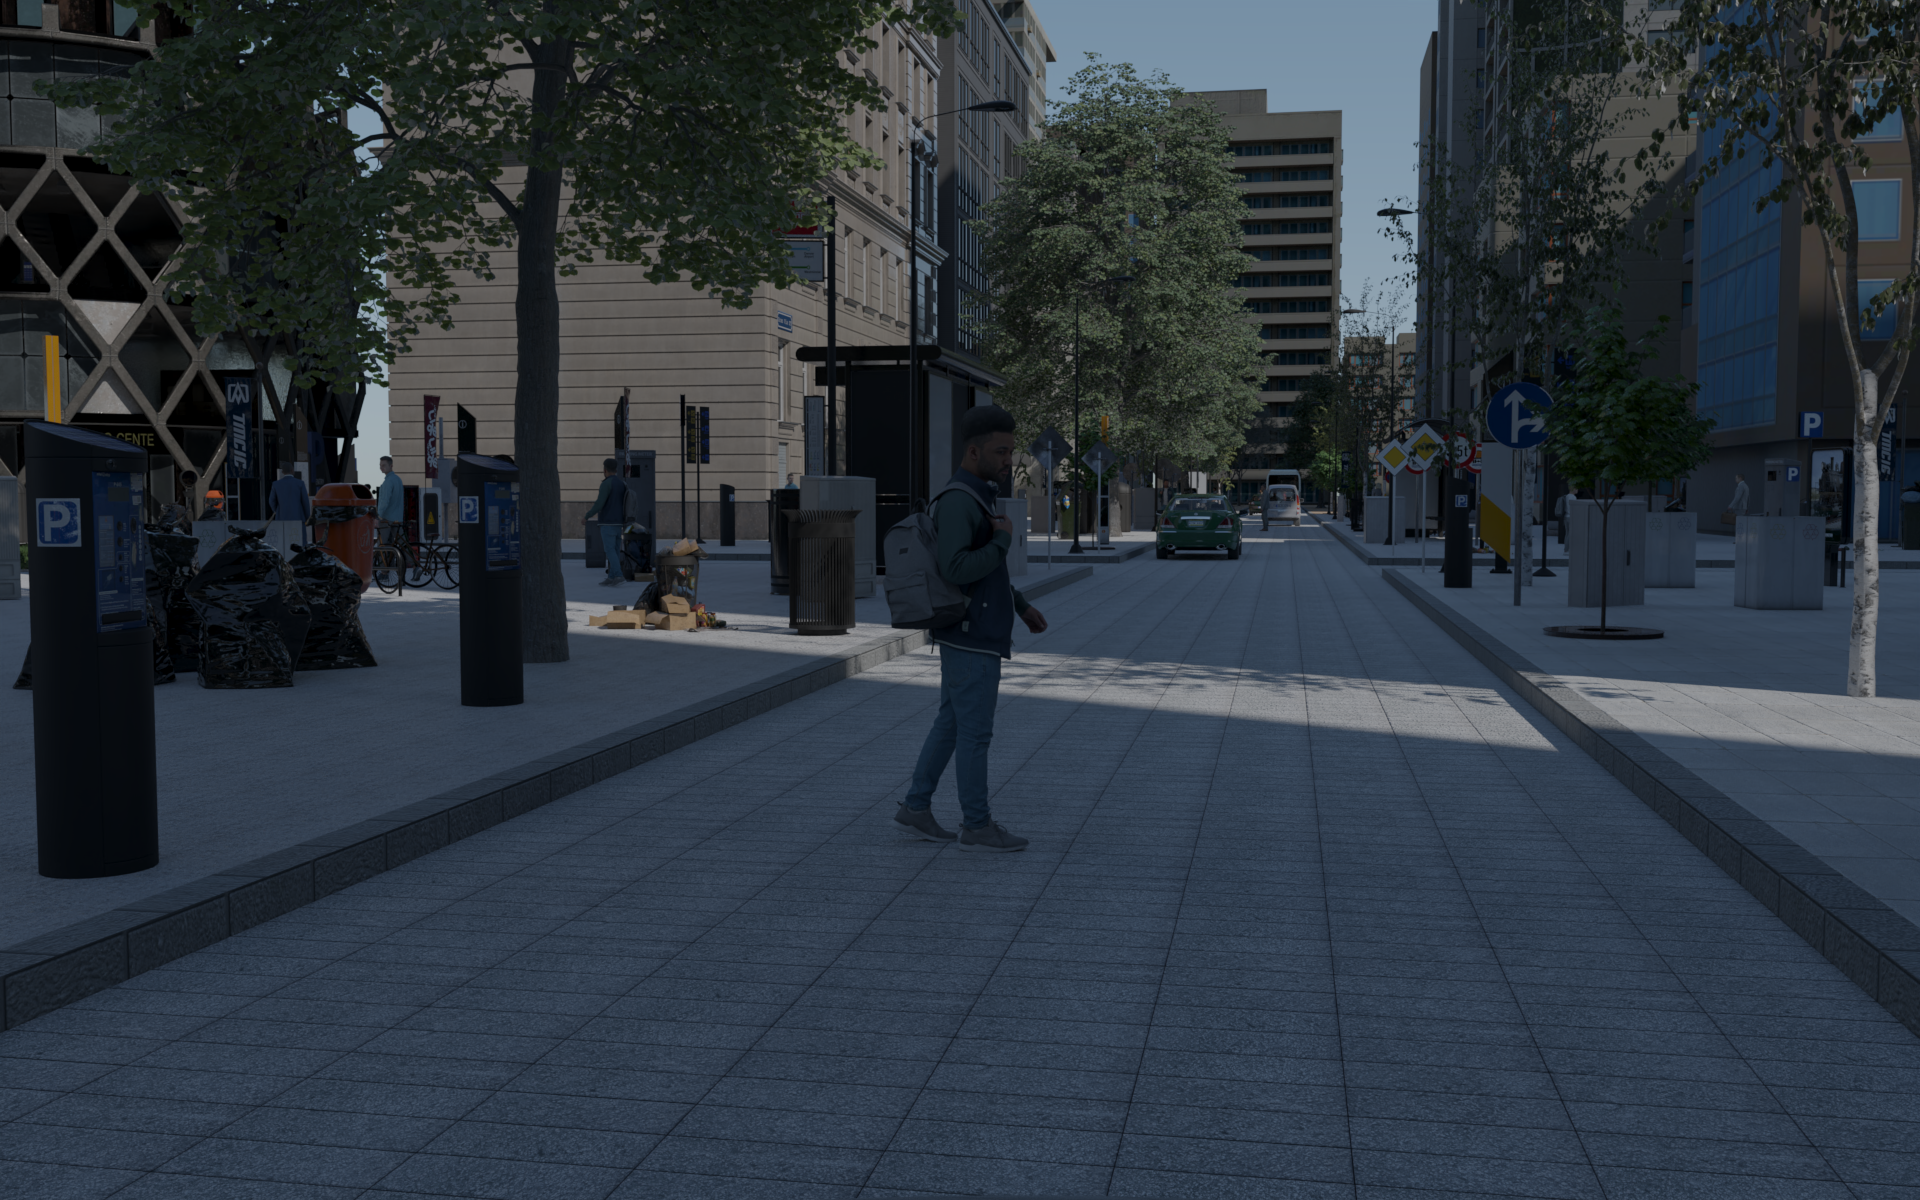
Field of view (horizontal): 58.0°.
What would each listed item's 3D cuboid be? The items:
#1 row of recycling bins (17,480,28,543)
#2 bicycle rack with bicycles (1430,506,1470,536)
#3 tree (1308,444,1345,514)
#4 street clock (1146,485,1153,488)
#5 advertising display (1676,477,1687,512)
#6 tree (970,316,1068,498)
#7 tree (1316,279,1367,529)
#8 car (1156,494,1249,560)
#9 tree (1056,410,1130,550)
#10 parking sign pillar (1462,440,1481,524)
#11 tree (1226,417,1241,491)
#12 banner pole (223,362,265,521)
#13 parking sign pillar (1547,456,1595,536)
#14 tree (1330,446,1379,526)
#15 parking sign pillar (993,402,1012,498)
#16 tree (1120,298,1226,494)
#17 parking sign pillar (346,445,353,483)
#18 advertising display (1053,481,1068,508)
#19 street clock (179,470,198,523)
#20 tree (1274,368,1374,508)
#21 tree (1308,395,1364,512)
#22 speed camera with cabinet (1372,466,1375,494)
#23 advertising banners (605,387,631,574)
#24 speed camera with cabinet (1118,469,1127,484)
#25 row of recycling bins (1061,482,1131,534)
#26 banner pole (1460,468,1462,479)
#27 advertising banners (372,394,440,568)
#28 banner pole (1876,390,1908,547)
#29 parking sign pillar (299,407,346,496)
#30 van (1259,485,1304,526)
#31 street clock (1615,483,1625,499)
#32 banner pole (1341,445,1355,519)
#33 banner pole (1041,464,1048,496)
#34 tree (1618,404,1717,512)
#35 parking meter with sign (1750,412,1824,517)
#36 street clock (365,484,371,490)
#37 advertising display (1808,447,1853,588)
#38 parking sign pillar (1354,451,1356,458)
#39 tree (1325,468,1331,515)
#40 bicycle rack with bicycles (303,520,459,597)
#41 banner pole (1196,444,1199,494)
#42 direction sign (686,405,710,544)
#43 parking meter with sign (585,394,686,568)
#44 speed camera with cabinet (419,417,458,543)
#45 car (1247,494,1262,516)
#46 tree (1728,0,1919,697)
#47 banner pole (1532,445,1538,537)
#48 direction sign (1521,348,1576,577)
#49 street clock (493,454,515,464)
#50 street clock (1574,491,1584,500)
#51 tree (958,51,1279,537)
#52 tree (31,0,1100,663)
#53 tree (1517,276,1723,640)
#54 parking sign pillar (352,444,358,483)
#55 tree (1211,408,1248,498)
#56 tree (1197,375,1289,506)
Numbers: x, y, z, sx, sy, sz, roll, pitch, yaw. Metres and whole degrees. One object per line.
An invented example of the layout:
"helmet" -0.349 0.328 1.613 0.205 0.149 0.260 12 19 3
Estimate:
"row of recycling bins" -26.183 -2.343 45.416 3.534 1.692 1.069 0 4 7
"bicycle rack with bicycles" 14.259 -2.424 53.016 2.852 0.926 2.925 1 4 15
"tree" 24.392 -7.915 113.125 4.285 4.588 4.351 0 3 0
"street clock" 11.381 -6.095 104.229 0.471 2.002 0.358 1 4 22
"advertising display" 26.723 -3.596 64.010 0.123 1.923 0.974 3 5 44
"tree" 2.351 -7.317 69.999 4.737 8.622 4.395 0 3 0
"tree" 14.244 -6.694 59.807 4.360 8.622 3.978 0 3 0
"car" 5.478 -1.690 39.423 2.131 1.459 4.920 1 4 10
"tree" 2.956 -2.783 40.098 1.663 3.219 1.824 0 3 0
"parking sign pillar" 22.650 -5.341 75.793 1.447 3.967 1.447 -1 4 -14
"tree" 19.417 -11.006 130.304 4.737 8.622 4.395 0 3 0
"banner pole" -13.508 -2.623 32.905 0.863 3.779 0.401 -2 4 -34
"parking sign pillar" 18.650 -3.934 52.787 1.447 3.967 1.447 3 4 39
"tree" 16.153 -4.599 69.794 1.663 3.219 1.824 0 3 0
"parking sign pillar" 0.511 -3.103 39.206 1.447 3.967 1.447 0 4 -3
"tree" 7.109 -7.030 65.310 4.737 8.622 4.395 0 3 0
"parking sign pillar" -27.457 -5.281 74.812 1.447 3.967 1.447 1 4 21
"advertising display" 5.025 -4.841 84.358 0.974 1.923 0.123 1 4 15
"street clock" -23.274 -2.919 52.297 0.471 2.002 0.358 -3 4 -37
"tree" 32.701 -14.611 155.894 9.611 12.733 9.660 0 3 0
"tree" 27.272 -10.742 125.990 4.737 8.622 4.395 0 3 0
"speed camera with cabinet" 24.763 -6.778 105.154 0.660 3.252 2.038 0 4 7
"advertising banners" -5.471 -1.936 27.842 0.090 3.025 2.074 0 4 0
"speed camera with cabinet" 7.389 -4.809 72.960 2.038 3.252 0.660 0 4 5
"row of recycling bins" 4.546 -3.055 57.065 1.069 1.692 3.534 3 4 37
"banner pole" 30.500 -7.081 105.785 0.863 3.779 0.401 0 4 0
"advertising banners" -9.519 -2.063 29.920 0.090 3.025 2.074 1 4 15
"banner pole" 22.564 -3.174 41.910 0.401 3.779 0.863 -3 4 -38
"parking sign pillar" -20.361 -4.029 54.353 1.447 3.967 1.447 0 3 0
"van" 14.641 -4.396 78.891 2.013 2.044 4.112 1 4 10
"street clock" 21.446 -3.164 56.298 0.358 2.002 0.471 2 4 33
"banner pole" 19.989 -6.056 89.029 0.863 3.779 0.401 0 4 -1
"banner pole" 4.458 -6.125 90.158 0.401 3.779 0.863 -3 4 -37
"tree" 19.743 -4.028 49.573 4.285 4.588 4.351 0 3 0
"parking meter with sign" 17.818 -2.522 37.498 0.543 3.016 1.738 -1 4 -11
"street clock" -41.536 -7.147 121.427 0.358 2.002 0.471 3 4 38
"advertising display" 12.113 -1.157 24.134 0.123 1.923 0.974 0 4 0
"parking sign pillar" 24.581 -7.310 107.995 1.447 3.967 1.447 0 4 -3
"tree" 23.015 -6.819 106.091 1.663 3.219 1.824 0 3 0
"bicycle rack with bicycles" -7.454 -0.592 23.062 2.925 0.926 2.852 2 4 29
"banner pole" 11.599 -5.778 84.483 0.401 3.779 0.863 1 4 15
"direction sign" -6.751 -3.223 44.687 0.379 3.537 0.876 2 4 32
"parking meter with sign" -5.668 -2.077 30.226 1.738 3.016 0.543 -1 4 -10
"speed camera with cabinet" -13.368 -3.035 43.950 0.660 3.252 2.038 1 4 16
"car" 20.304 -6.522 116.428 2.009 1.686 4.222 1 4 9
"tree" 5.497 -3.688 10.654 4.360 8.622 3.978 0 3 0
"banner pole" 16.934 -3.750 51.326 0.401 3.779 0.863 0 4 -6
"direction sign" 9.105 -2.135 26.905 0.876 3.537 0.379 0 4 2
"street clock" -8.326 -1.648 31.508 0.471 2.002 0.358 -2 4 -25
"street clock" 17.392 -2.704 48.773 0.358 2.002 0.471 0 4 4
"tree" 4.610 -8.868 51.649 9.857 13.997 8.962 0 3 0
"tree" -2.804 -5.796 12.886 7.486 12.596 7.792 0 3 0
"tree" 5.797 -1.278 15.493 1.663 3.219 1.824 0 3 0
"parking sign pillar" -32.905 -6.372 92.660 1.447 3.967 1.447 1 4 9
"tree" 22.255 -11.849 144.099 4.360 8.622 3.978 0 3 0
"tree" 29.649 -16.714 183.649 12.009 13.543 11.850 0 3 0
